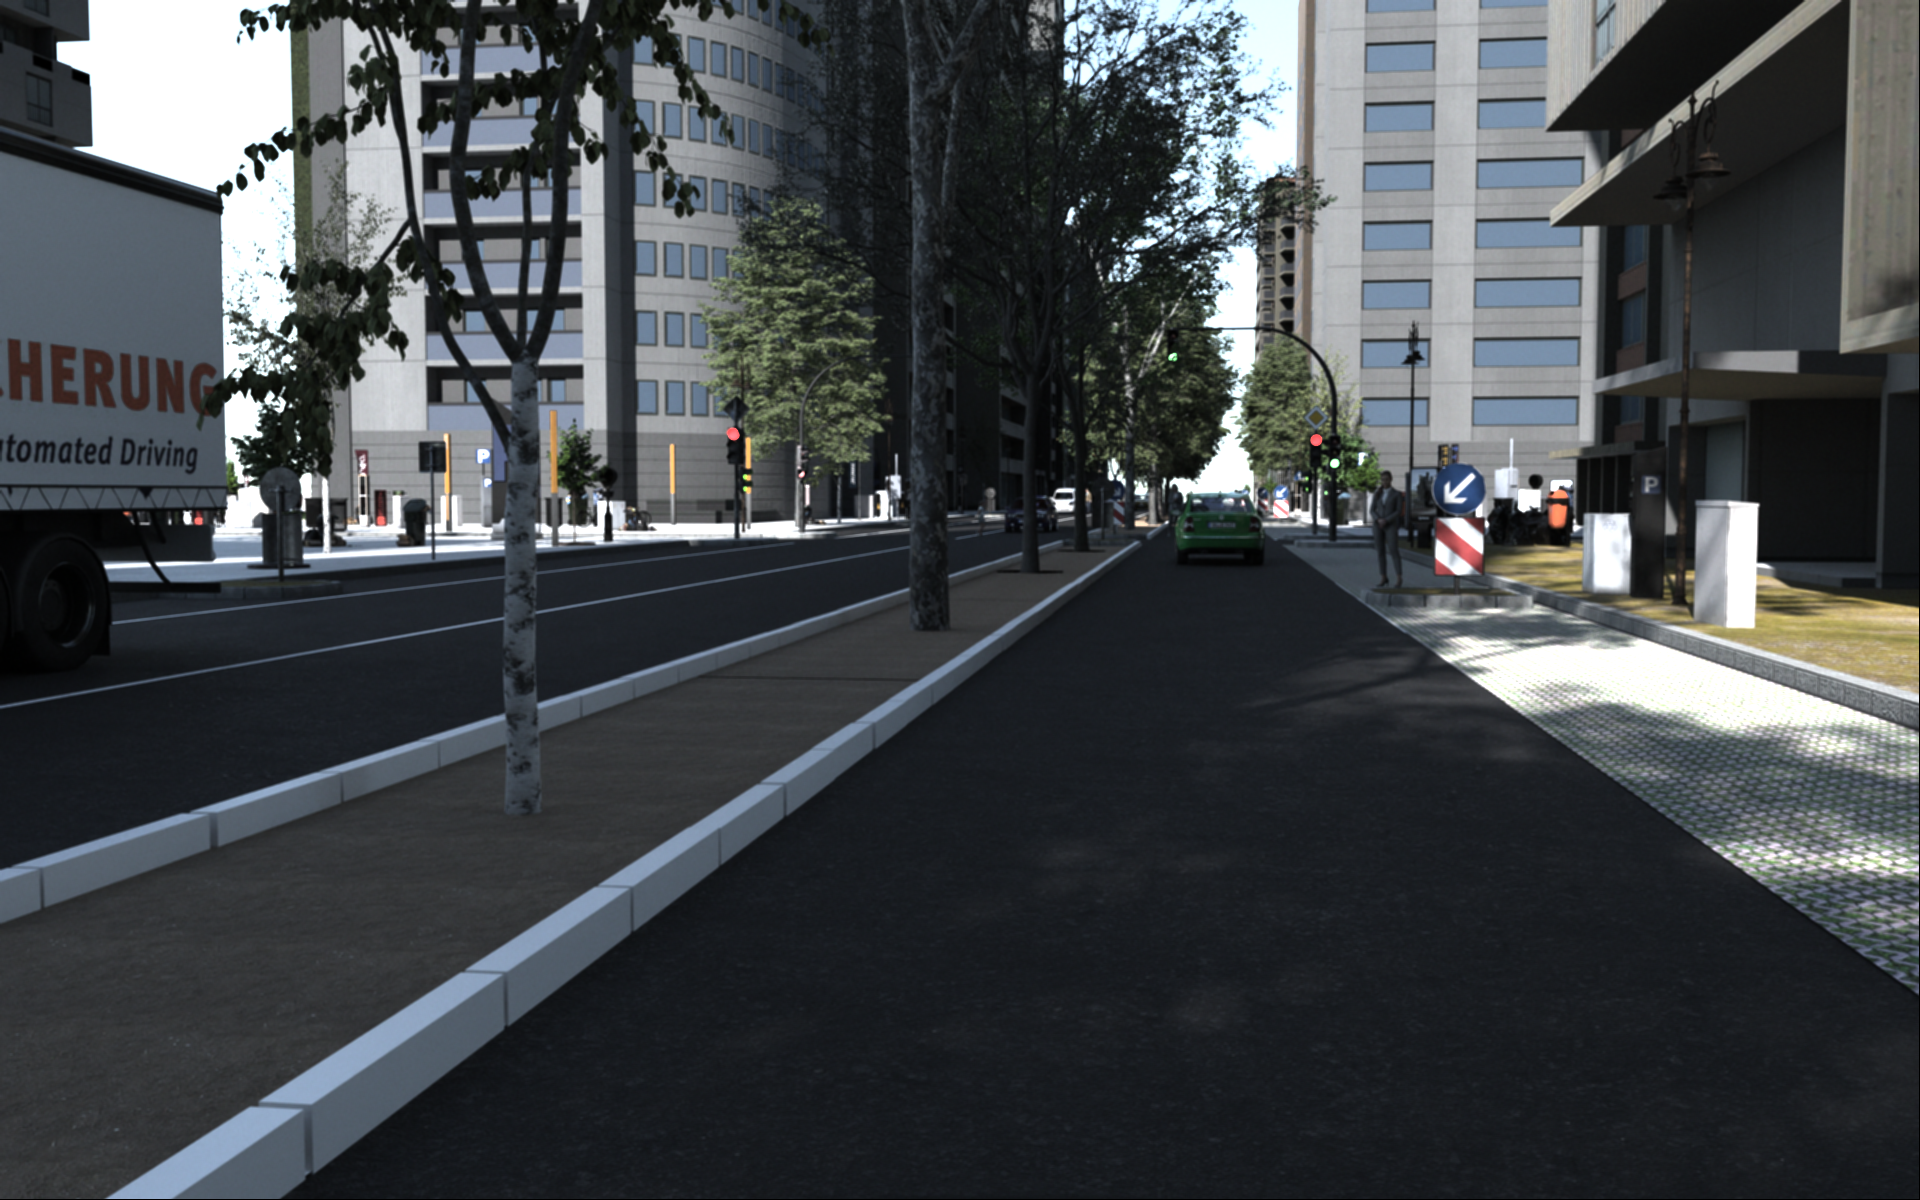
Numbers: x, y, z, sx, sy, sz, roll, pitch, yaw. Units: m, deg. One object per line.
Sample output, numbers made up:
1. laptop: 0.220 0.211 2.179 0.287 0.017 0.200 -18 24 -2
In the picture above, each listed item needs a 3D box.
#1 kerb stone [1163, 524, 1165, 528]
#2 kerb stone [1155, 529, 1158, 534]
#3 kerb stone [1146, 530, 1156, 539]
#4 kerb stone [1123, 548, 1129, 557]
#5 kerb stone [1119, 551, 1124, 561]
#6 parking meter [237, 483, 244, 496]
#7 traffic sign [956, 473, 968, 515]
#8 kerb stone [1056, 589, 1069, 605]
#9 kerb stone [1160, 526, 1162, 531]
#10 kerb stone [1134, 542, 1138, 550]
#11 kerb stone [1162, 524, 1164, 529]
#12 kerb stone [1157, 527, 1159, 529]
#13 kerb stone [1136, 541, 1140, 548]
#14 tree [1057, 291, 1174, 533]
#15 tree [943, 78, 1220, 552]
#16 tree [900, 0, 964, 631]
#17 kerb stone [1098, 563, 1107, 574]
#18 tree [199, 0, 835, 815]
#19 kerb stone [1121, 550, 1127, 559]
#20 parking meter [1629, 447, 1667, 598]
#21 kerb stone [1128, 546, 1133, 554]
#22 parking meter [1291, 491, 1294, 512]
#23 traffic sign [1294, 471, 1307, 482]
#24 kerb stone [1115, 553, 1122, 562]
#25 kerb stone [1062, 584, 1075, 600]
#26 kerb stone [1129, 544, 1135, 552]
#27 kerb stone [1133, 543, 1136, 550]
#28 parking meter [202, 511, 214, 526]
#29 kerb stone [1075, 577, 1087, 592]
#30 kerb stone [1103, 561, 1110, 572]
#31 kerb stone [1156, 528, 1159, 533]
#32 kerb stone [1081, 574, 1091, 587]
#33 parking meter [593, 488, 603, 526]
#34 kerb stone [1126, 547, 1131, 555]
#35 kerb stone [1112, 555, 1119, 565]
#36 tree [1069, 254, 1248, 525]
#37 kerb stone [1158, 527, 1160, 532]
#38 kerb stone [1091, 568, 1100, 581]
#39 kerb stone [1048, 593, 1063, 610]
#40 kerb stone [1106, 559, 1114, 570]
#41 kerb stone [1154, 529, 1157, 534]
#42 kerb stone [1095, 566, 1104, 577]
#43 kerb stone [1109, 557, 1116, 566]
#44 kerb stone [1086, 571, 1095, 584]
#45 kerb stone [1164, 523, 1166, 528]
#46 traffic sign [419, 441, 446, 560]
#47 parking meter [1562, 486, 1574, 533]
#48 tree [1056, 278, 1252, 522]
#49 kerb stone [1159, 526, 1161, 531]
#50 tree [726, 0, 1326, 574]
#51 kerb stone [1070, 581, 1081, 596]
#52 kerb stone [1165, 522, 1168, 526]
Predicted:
1. kerb stone: 7.949 -2.836 68.567 0.120 0.150 1.000 1 4 8
2. kerb stone: 6.623 -2.278 59.445 0.120 0.150 1.000 1 4 8
3. kerb stone: 6.326 -2.151 57.411 0.120 0.150 1.000 1 4 8
4. kerb stone: 3.624 -1.006 38.647 0.120 0.150 1.000 1 4 8
5. kerb stone: 3.327 -0.882 36.610 0.120 0.150 1.000 1 4 8
6. parking meter: -37.671 -5.199 90.713 0.255 1.863 0.399 0 4 0
7. traffic sign: 0.107 -6.482 106.080 0.768 2.556 0.104 1 4 15
8. kerb stone: 1.280 -0.010 22.391 0.120 0.150 1.000 1 4 8
9. kerb stone: 7.358 -2.588 64.511 0.120 0.150 1.000 1 4 8
10. kerb stone: 4.359 -1.317 43.730 0.120 0.150 1.000 1 4 8
11. kerb stone: 7.791 -2.773 67.554 0.120 0.150 1.000 1 4 8
12. kerb stone: 6.916 -2.401 61.469 0.120 0.150 1.000 1 4 8
13. kerb stone: 4.510 -1.379 44.741 0.120 0.150 1.000 1 4 8
14. tree: 5.396 -6.534 59.655 4.360 8.622 3.978 0 3 0
15. tree: 2.910 -6.995 42.589 9.928 11.665 9.643 0 3 0
16. tree: 0.761 -9.677 16.566 12.611 20.169 13.585 0 3 0
17. kerb stone: 2.457 -0.506 30.520 0.120 0.150 1.000 1 4 8
18. tree: -1.961 -3.358 7.730 4.737 8.622 4.395 0 3 0
19. kerb stone: 3.490 -0.944 37.629 0.120 0.150 1.000 1 4 8
20. parking meter: 8.488 -0.960 21.399 0.399 1.863 0.255 1 4 10
21. kerb stone: 3.918 -1.130 40.674 0.120 0.150 1.000 1 4 8
22. parking meter: 23.929 -7.084 124.239 0.372 1.533 0.369 0 3 0
23. traffic sign: 18.956 -5.888 96.369 0.768 2.556 0.104 1 4 12
24. kerb stone: 3.184 -0.819 35.592 0.120 0.150 1.000 1 4 8
25. kerb stone: 1.423 -0.074 23.412 0.120 0.150 1.000 1 4 8
26. kerb stone: 4.067 -1.192 41.691 0.120 0.150 1.000 1 4 8
27. kerb stone: 4.209 -1.255 42.713 0.120 0.150 1.000 1 4 8
28. parking meter: -27.623 -3.375 63.589 0.372 1.533 0.369 0 3 0
29. kerb stone: 1.732 -0.196 25.436 0.120 0.150 1.000 1 4 8
30. kerb stone: 2.600 -0.571 31.537 0.120 0.150 1.000 1 4 8
31. kerb stone: 6.775 -2.340 60.456 0.120 0.150 1.000 1 4 8
32. kerb stone: 1.868 -0.259 26.454 0.120 0.150 1.000 1 4 8
33. parking meter: -14.379 -3.698 68.867 0.372 1.533 0.369 0 3 0
34. kerb stone: 3.773 -1.068 39.658 0.120 0.150 1.000 1 4 8
35. kerb stone: 3.036 -0.755 34.578 0.120 0.150 1.000 1 4 8
36. tree: 8.882 -9.668 78.653 7.486 12.596 7.792 0 3 0
37. kerb stone: 7.059 -2.464 62.483 0.120 0.150 1.000 1 4 8
38. kerb stone: 2.164 -0.380 28.482 0.120 0.150 1.000 1 4 8
39. kerb stone: 1.134 0.051 21.379 0.120 0.150 1.000 1 4 8
40. kerb stone: 2.750 -0.627 32.549 0.120 0.150 1.000 1 4 8
41. kerb stone: 6.477 -2.216 58.429 0.120 0.150 1.000 1 4 8
42. kerb stone: 2.311 -0.439 29.496 0.120 0.150 1.000 1 4 8
43. kerb stone: 2.892 -0.694 33.565 0.120 0.150 1.000 1 4 8
44. kerb stone: 2.013 -0.321 27.468 0.120 0.150 1.000 1 4 8
45. kerb stone: 8.237 -2.961 70.607 0.120 0.150 1.000 1 4 8
46. traffic sign: -10.271 -1.933 33.730 0.606 2.300 0.079 1 4 18
47. parking meter: 19.815 -2.940 56.481 0.372 1.533 0.369 0 3 0
48. tree: 9.805 -10.261 87.238 9.611 12.733 9.660 0 3 0
49. kerb stone: 7.204 -2.526 63.494 0.120 0.150 1.000 1 4 8
50. tree: 1.258 -7.234 31.099 12.009 13.543 11.850 0 3 0
51. kerb stone: 1.572 -0.136 24.423 0.120 0.150 1.000 1 4 8
52. kerb stone: 8.532 -3.085 72.629 0.120 0.150 1.000 1 4 8
